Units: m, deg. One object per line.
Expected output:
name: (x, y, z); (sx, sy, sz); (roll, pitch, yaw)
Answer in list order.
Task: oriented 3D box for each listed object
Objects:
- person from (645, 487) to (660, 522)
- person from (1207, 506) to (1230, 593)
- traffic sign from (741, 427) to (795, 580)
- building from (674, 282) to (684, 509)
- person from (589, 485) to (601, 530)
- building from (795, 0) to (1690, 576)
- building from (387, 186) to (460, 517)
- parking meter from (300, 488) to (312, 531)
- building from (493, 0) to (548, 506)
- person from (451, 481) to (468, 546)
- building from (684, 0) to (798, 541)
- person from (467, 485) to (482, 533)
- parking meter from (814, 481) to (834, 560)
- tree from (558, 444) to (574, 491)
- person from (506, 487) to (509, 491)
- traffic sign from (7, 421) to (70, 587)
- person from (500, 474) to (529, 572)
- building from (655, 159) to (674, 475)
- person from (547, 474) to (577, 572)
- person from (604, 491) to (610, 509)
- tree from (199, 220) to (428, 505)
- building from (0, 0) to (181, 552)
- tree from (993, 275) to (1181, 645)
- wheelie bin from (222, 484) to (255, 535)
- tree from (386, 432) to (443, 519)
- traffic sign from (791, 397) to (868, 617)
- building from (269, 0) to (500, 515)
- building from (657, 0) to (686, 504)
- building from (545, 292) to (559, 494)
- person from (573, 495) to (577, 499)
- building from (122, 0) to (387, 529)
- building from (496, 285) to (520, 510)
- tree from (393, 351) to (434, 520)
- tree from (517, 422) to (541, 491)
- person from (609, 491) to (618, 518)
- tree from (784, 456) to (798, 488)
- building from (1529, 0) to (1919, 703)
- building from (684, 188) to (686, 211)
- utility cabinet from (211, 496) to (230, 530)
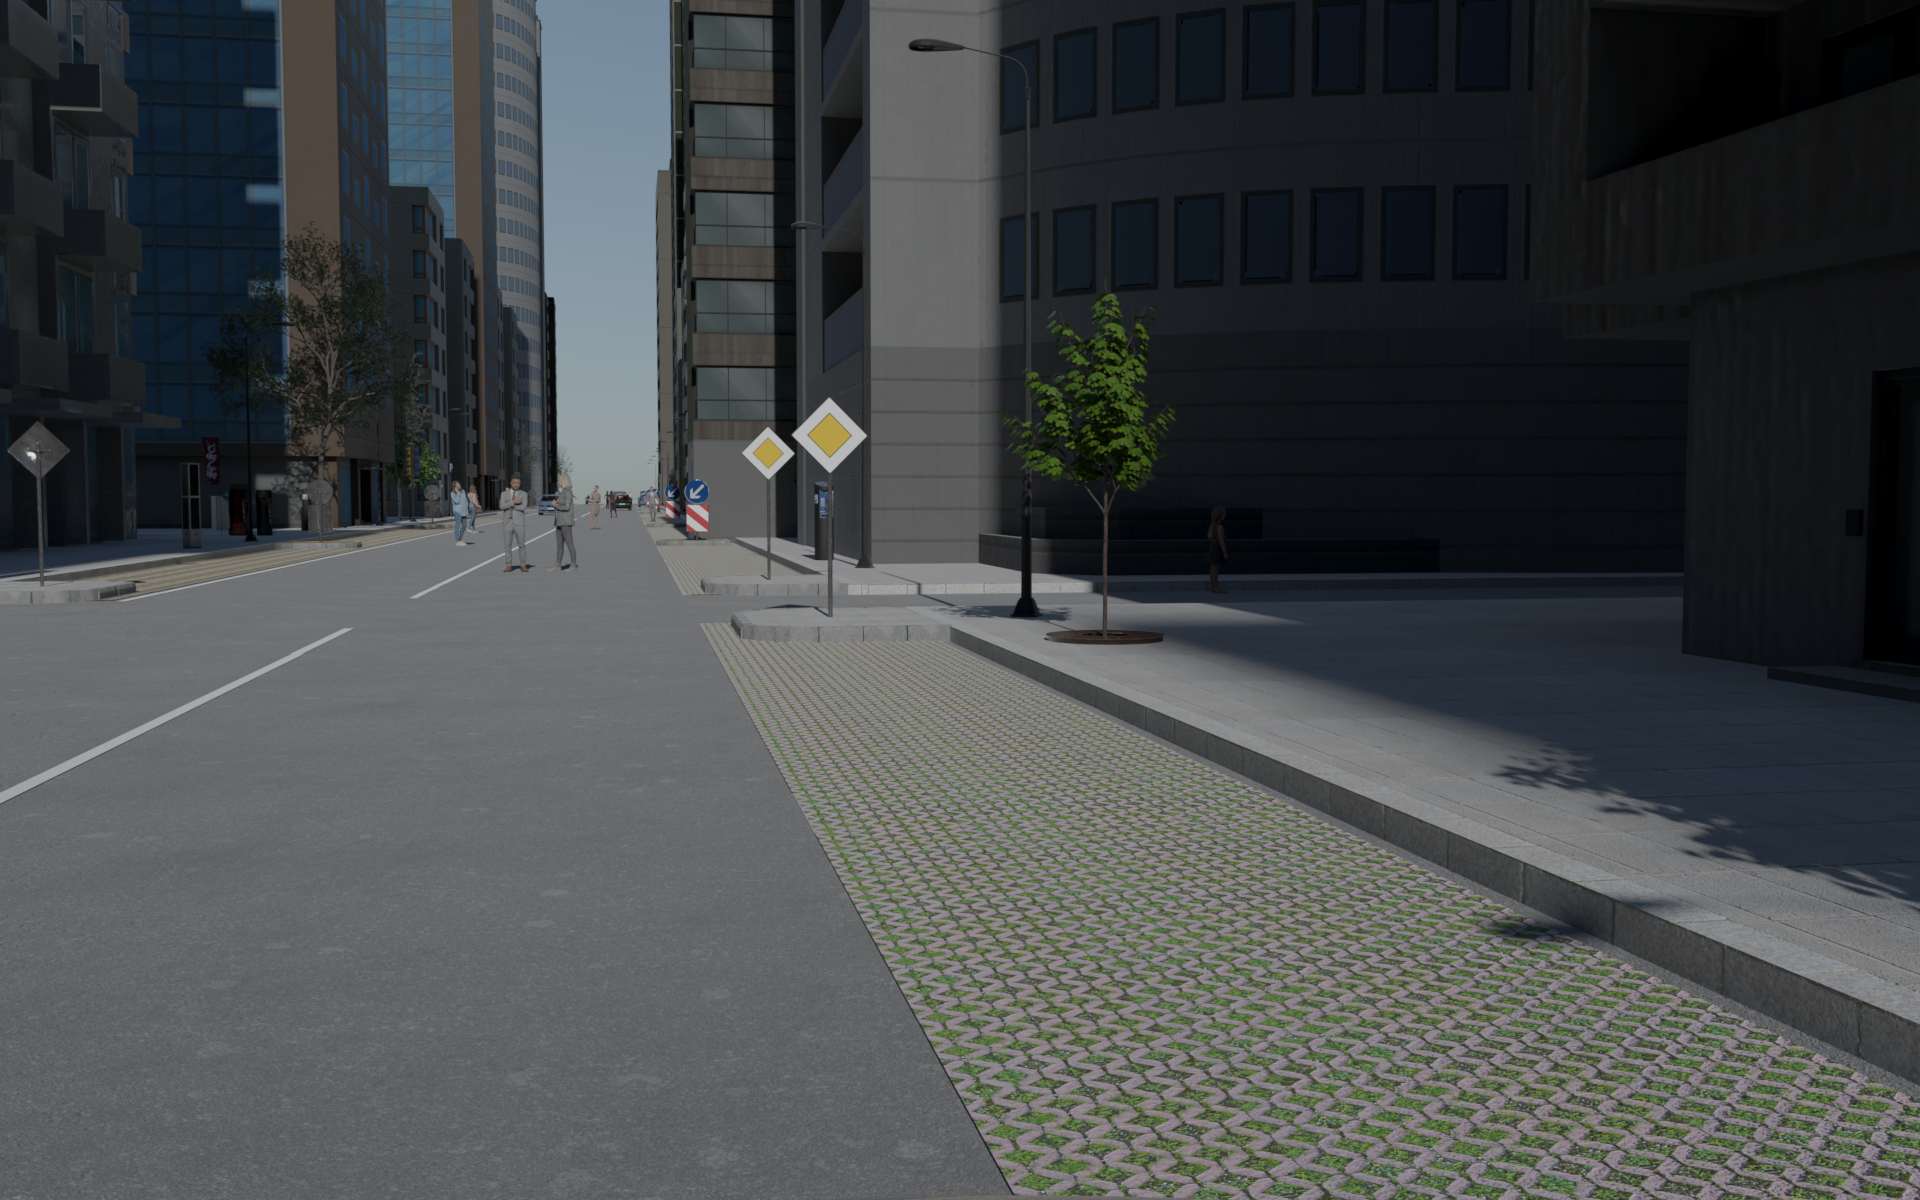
person: (-15.757, -4.905, 88.817); (0.709, 1.813, 0.853); (-1, 4, -20)
person: (3.749, -0.727, 25.059); (0.373, 1.253, 0.362); (0, 4, -7)
traffic sign: (-2.855, -1.356, 25.817); (0.795, 2.450, 0.064); (-1, 4, -11)
building: (-9.092, -18.203, 142.666); (27.650, 21.520, 28.899); (-1, 4, -11)
person: (-14.694, -3.724, 69.729); (0.599, 1.781, 0.374); (-2, 4, -34)
building: (11.289, -30.271, 36.937); (28.212, 58.520, 21.231); (-1, 4, -11)
building: (-46.155, -16.162, 109.295); (27.650, 21.520, 28.899); (-1, 4, -11)
parking meter: (-22.895, -3.197, 60.675); (0.372, 1.533, 0.369); (0, 3, 0)
building: (-57.122, -39.656, 190.374); (21.231, 58.520, 28.212); (-1, 4, -11)
person: (-13.879, -2.401, 48.017); (0.793, 1.790, 0.793); (-1, 4, -10)
building: (-2.147, -17.490, 57.666); (14.160, 30.474, 14.107); (-1, 4, -11)
person: (-17.807, -3.313, 63.255); (0.593, 1.750, 0.643); (3, 5, 43)
parking meter: (-2.636, -1.540, 33.592); (0.372, 1.533, 0.369); (0, 3, 0)
tree: (-58.989, -18.610, 254.636); (4.360, 8.622, 3.978); (0, 3, 0)
person: (-24.785, -5.301, 95.188); (0.660, 1.820, 0.620); (-1, 4, -13)
traffic sign: (-12.725, -1.242, 23.954); (0.795, 2.450, 0.064); (-1, 4, -11)
person: (-8.191, -1.416, 31.834); (0.511, 1.800, 0.466); (-1, 4, -22)
building: (-32.336, -38.151, 247.477); (21.300, 48.544, 21.600); (-1, 4, -11)
person: (-7.359, -1.428, 32.030); (0.526, 1.800, 0.537); (-1, 4, -21)
person: (-34.426, -9.802, 169.482); (1.217, 1.735, 0.721); (3, 4, 37)
tree: (-22.428, -7.683, 60.028); (8.767, 10.594, 7.601); (0, 4, 6)
building: (-30.776, -25.359, 34.236); (23.786, 49.044, 30.456); (-1, 4, -11)
tree: (1.366, -1.262, 15.239); (1.663, 3.219, 1.824); (0, 3, 0)
wheelie bin: (-22.557, -2.832, 54.212); (0.980, 1.594, 0.693); (-1, 4, -13)
tree: (-28.355, -6.445, 89.085); (4.285, 4.588, 4.351); (0, 3, 0)
traffic sign: (-1.353, -0.877, 17.974); (0.795, 2.450, 0.064); (-1, 4, -11)
building: (-42.907, -29.454, 131.680); (14.600, 45.320, 14.200); (-1, 4, -11)
building: (-29.181, -48.151, 225.514); (20.563, 71.187, 20.611); (-1, 4, -11)
building: (-64.000, -28.821, 242.923); (14.160, 30.474, 14.107); (-1, 4, -11)
person: (-33.543, -8.548, 149.084); (1.217, 1.723, 0.721); (-2, 4, -24)
building: (-31.128, -25.634, 69.226); (14.600, 45.320, 14.200); (-1, 4, -11)
building: (-53.929, -18.787, 152.201); (27.650, 21.520, 28.899); (-1, 4, -11)
tree: (-27.445, -8.186, 84.197); (4.360, 8.622, 3.978); (0, 3, 0)
tree: (-43.723, -13.527, 171.527); (4.360, 8.622, 3.978); (0, 3, 0)
person: (-21.152, -5.850, 105.614); (0.415, 1.643, 0.593); (3, 4, 38)
tree: (-3.926, -3.337, 49.161); (1.663, 3.219, 1.824); (0, 3, 0)
building: (11.583, -14.643, 11.113); (14.160, 30.474, 14.107); (-1, 4, -11)
building: (0.407, -14.885, 88.409); (27.650, 21.520, 28.899); (-1, 4, -11)
utility cabinet: (-26.163, -3.093, 61.735); (0.306, 1.237, 1.020); (2, 4, 27)
